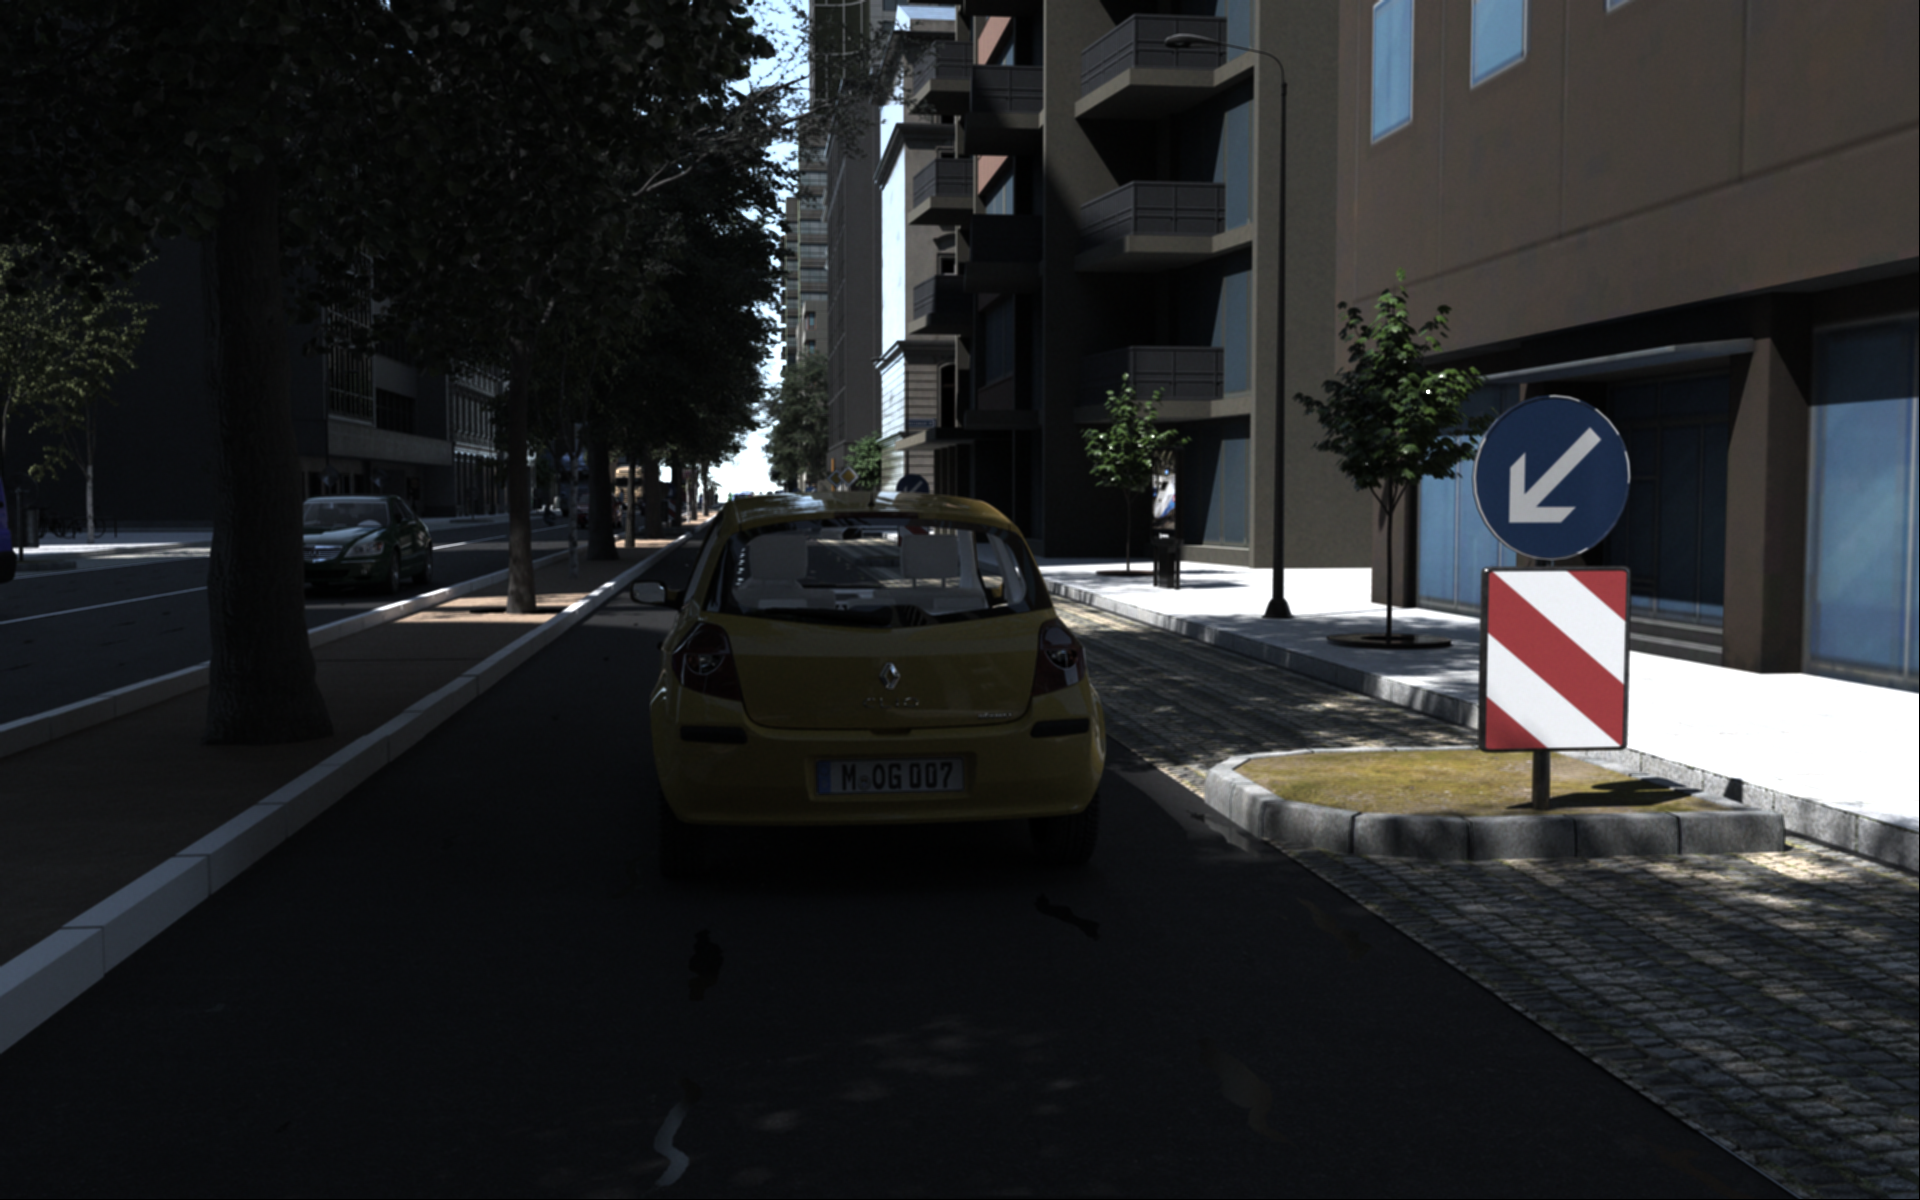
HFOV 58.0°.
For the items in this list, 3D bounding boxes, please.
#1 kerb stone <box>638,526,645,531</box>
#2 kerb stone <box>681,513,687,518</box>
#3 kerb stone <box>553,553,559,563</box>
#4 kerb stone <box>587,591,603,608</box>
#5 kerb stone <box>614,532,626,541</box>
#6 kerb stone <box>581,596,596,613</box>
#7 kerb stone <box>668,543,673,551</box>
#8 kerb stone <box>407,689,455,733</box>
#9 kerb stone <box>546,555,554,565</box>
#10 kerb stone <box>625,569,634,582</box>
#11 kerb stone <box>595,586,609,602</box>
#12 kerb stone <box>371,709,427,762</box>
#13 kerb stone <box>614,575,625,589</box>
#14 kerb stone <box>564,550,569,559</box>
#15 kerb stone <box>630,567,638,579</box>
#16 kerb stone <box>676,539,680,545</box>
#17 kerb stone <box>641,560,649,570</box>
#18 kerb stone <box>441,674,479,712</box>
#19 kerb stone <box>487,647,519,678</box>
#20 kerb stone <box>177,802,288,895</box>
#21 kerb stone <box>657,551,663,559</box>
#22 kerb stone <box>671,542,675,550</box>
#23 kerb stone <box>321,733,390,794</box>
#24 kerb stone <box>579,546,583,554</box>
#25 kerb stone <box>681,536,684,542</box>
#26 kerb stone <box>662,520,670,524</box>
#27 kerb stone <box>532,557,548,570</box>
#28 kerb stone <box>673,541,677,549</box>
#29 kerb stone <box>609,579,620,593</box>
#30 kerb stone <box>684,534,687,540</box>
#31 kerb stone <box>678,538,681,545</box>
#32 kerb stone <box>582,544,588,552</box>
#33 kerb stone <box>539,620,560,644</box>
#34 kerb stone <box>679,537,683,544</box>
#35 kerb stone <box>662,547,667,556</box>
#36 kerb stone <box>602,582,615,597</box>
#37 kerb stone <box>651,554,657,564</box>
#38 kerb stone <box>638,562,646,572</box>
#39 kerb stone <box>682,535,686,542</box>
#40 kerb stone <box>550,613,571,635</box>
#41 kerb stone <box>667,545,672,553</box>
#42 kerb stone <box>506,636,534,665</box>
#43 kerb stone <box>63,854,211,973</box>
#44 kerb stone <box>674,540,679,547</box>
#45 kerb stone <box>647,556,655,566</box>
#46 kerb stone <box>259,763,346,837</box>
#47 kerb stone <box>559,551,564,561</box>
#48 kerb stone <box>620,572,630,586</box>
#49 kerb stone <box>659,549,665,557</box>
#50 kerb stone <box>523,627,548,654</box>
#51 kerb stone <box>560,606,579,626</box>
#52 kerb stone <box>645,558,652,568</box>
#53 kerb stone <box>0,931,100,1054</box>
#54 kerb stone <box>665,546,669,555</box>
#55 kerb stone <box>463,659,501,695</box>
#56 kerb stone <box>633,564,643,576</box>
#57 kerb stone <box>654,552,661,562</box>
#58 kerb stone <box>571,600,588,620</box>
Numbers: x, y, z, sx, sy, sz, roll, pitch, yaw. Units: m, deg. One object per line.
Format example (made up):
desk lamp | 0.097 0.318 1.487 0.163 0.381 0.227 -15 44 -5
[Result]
kerb stone | -12.286 -2.733 67.020 0.120 0.150 1.000 0 4 -7
kerb stone | -17.638 -5.413 110.790 0.120 0.150 1.000 0 4 -7
kerb stone | -8.482 -0.841 35.947 0.120 0.150 1.000 0 4 -7
kerb stone | -4.660 0.015 21.951 0.120 0.150 1.000 0 4 -7
kerb stone | -10.855 -2.021 55.293 0.120 0.150 1.000 0 4 -7
kerb stone | -4.538 0.083 20.936 0.120 0.150 1.000 0 4 -7
kerb stone | -7.152 -1.231 42.327 0.120 0.150 1.000 0 4 -7
kerb stone | -3.296 0.701 10.747 0.120 0.150 1.000 0 4 -7
kerb stone | -8.363 -0.774 34.925 0.120 0.150 1.000 0 4 -7
kerb stone | -5.419 -0.360 28.081 0.120 0.150 1.000 0 4 -7
kerb stone | -4.791 -0.047 22.965 0.120 0.150 1.000 0 4 -7
kerb stone | -3.164 0.767 9.733 0.120 0.150 1.000 0 4 -7
kerb stone | -5.165 -0.235 26.038 0.120 0.150 1.000 0 4 -7
kerb stone | -8.734 -0.961 37.981 0.120 0.150 1.000 0 4 -7
kerb stone | -5.543 -0.421 29.100 0.120 0.150 1.000 0 4 -7
kerb stone | -7.647 -1.480 46.387 0.120 0.150 1.000 0 4 -7
kerb stone | -5.912 -0.608 32.152 0.120 0.150 1.000 0 4 -7
kerb stone | -3.421 0.649 11.763 0.120 0.150 1.000 0 4 -7
kerb stone | -3.669 0.513 13.813 0.120 0.150 1.000 0 4 -7
kerb stone | -2.797 0.952 6.678 0.120 0.150 1.000 0 4 -7
kerb stone | -6.526 -0.915 37.230 0.120 0.150 1.000 0 4 -7
kerb stone | -7.273 -1.293 43.342 0.120 0.150 1.000 0 4 -7
kerb stone | -3.049 0.825 8.717 0.120 0.150 1.000 0 4 -7
kerb stone | -9.114 -1.152 41.046 0.120 0.150 1.000 0 4 -7
kerb stone | -8.018 -1.666 49.448 0.120 0.150 1.000 0 4 -7
kerb stone | -14.655 -3.920 86.377 0.120 0.150 1.000 0 4 -7
kerb stone | -8.235 -0.713 33.900 0.120 0.150 1.000 0 4 -7
kerb stone | -7.400 -1.354 44.357 0.120 0.150 1.000 0 4 -7
kerb stone | -5.040 -0.172 25.014 0.120 0.150 1.000 0 4 -7
kerb stone | -8.271 -1.791 51.477 0.120 0.150 1.000 0 4 -7
kerb stone | -7.780 -1.542 47.407 0.120 0.150 1.000 0 4 -7
kerb stone | -9.360 -1.277 43.076 0.120 0.150 1.000 0 4 -7
kerb stone | -4.035 0.328 16.873 0.120 0.150 1.000 0 4 -7
kerb stone | -7.899 -1.602 48.433 0.120 0.150 1.000 0 4 -7
kerb stone | -6.779 -1.044 39.264 0.120 0.150 1.000 0 4 -7
kerb stone | -4.921 -0.110 23.996 0.120 0.150 1.000 0 4 -7
kerb stone | -6.288 -0.795 35.200 0.120 0.150 1.000 0 4 -7
kerb stone | -5.784 -0.546 31.130 0.120 0.150 1.000 0 4 -7
kerb stone | -8.145 -1.729 50.463 0.120 0.150 1.000 0 4 -7
kerb stone | -4.158 0.266 17.888 0.120 0.150 1.000 0 4 -7
kerb stone | -7.022 -1.169 41.313 0.120 0.150 1.000 0 4 -7
kerb stone | -3.794 0.450 14.833 0.120 0.150 1.000 0 4 -7
kerb stone | -2.673 1.016 5.655 0.120 0.150 1.000 0 4 -7
kerb stone | -7.520 -1.411 45.372 0.120 0.150 1.000 0 4 -7
kerb stone | -6.154 -0.727 34.186 0.120 0.150 1.000 0 4 -7
kerb stone | -2.921 0.887 7.701 0.120 0.150 1.000 0 4 -7
kerb stone | -8.611 -0.903 36.966 0.120 0.150 1.000 0 4 -7
kerb stone | -5.289 -0.297 27.059 0.120 0.150 1.000 0 4 -7
kerb stone | -6.654 -0.979 38.245 0.120 0.150 1.000 0 4 -7
kerb stone | -3.917 0.388 15.848 0.120 0.150 1.000 0 4 -7
kerb stone | -4.293 0.205 18.901 0.120 0.150 1.000 0 4 -7
kerb stone | -6.038 -0.671 33.170 0.120 0.150 1.000 0 4 -7
kerb stone | -2.541 1.078 4.635 0.120 0.150 1.000 0 4 -7
kerb stone | -6.906 -1.107 40.292 0.120 0.150 1.000 0 4 -7
kerb stone | -3.539 0.575 12.787 0.120 0.150 1.000 0 4 -7
kerb stone | -5.656 -0.483 30.116 0.120 0.150 1.000 0 4 -7
kerb stone | -6.402 -0.857 36.215 0.120 0.150 1.000 0 4 -7
kerb stone | -4.414 0.139 19.916 0.120 0.150 1.000 0 4 -7
